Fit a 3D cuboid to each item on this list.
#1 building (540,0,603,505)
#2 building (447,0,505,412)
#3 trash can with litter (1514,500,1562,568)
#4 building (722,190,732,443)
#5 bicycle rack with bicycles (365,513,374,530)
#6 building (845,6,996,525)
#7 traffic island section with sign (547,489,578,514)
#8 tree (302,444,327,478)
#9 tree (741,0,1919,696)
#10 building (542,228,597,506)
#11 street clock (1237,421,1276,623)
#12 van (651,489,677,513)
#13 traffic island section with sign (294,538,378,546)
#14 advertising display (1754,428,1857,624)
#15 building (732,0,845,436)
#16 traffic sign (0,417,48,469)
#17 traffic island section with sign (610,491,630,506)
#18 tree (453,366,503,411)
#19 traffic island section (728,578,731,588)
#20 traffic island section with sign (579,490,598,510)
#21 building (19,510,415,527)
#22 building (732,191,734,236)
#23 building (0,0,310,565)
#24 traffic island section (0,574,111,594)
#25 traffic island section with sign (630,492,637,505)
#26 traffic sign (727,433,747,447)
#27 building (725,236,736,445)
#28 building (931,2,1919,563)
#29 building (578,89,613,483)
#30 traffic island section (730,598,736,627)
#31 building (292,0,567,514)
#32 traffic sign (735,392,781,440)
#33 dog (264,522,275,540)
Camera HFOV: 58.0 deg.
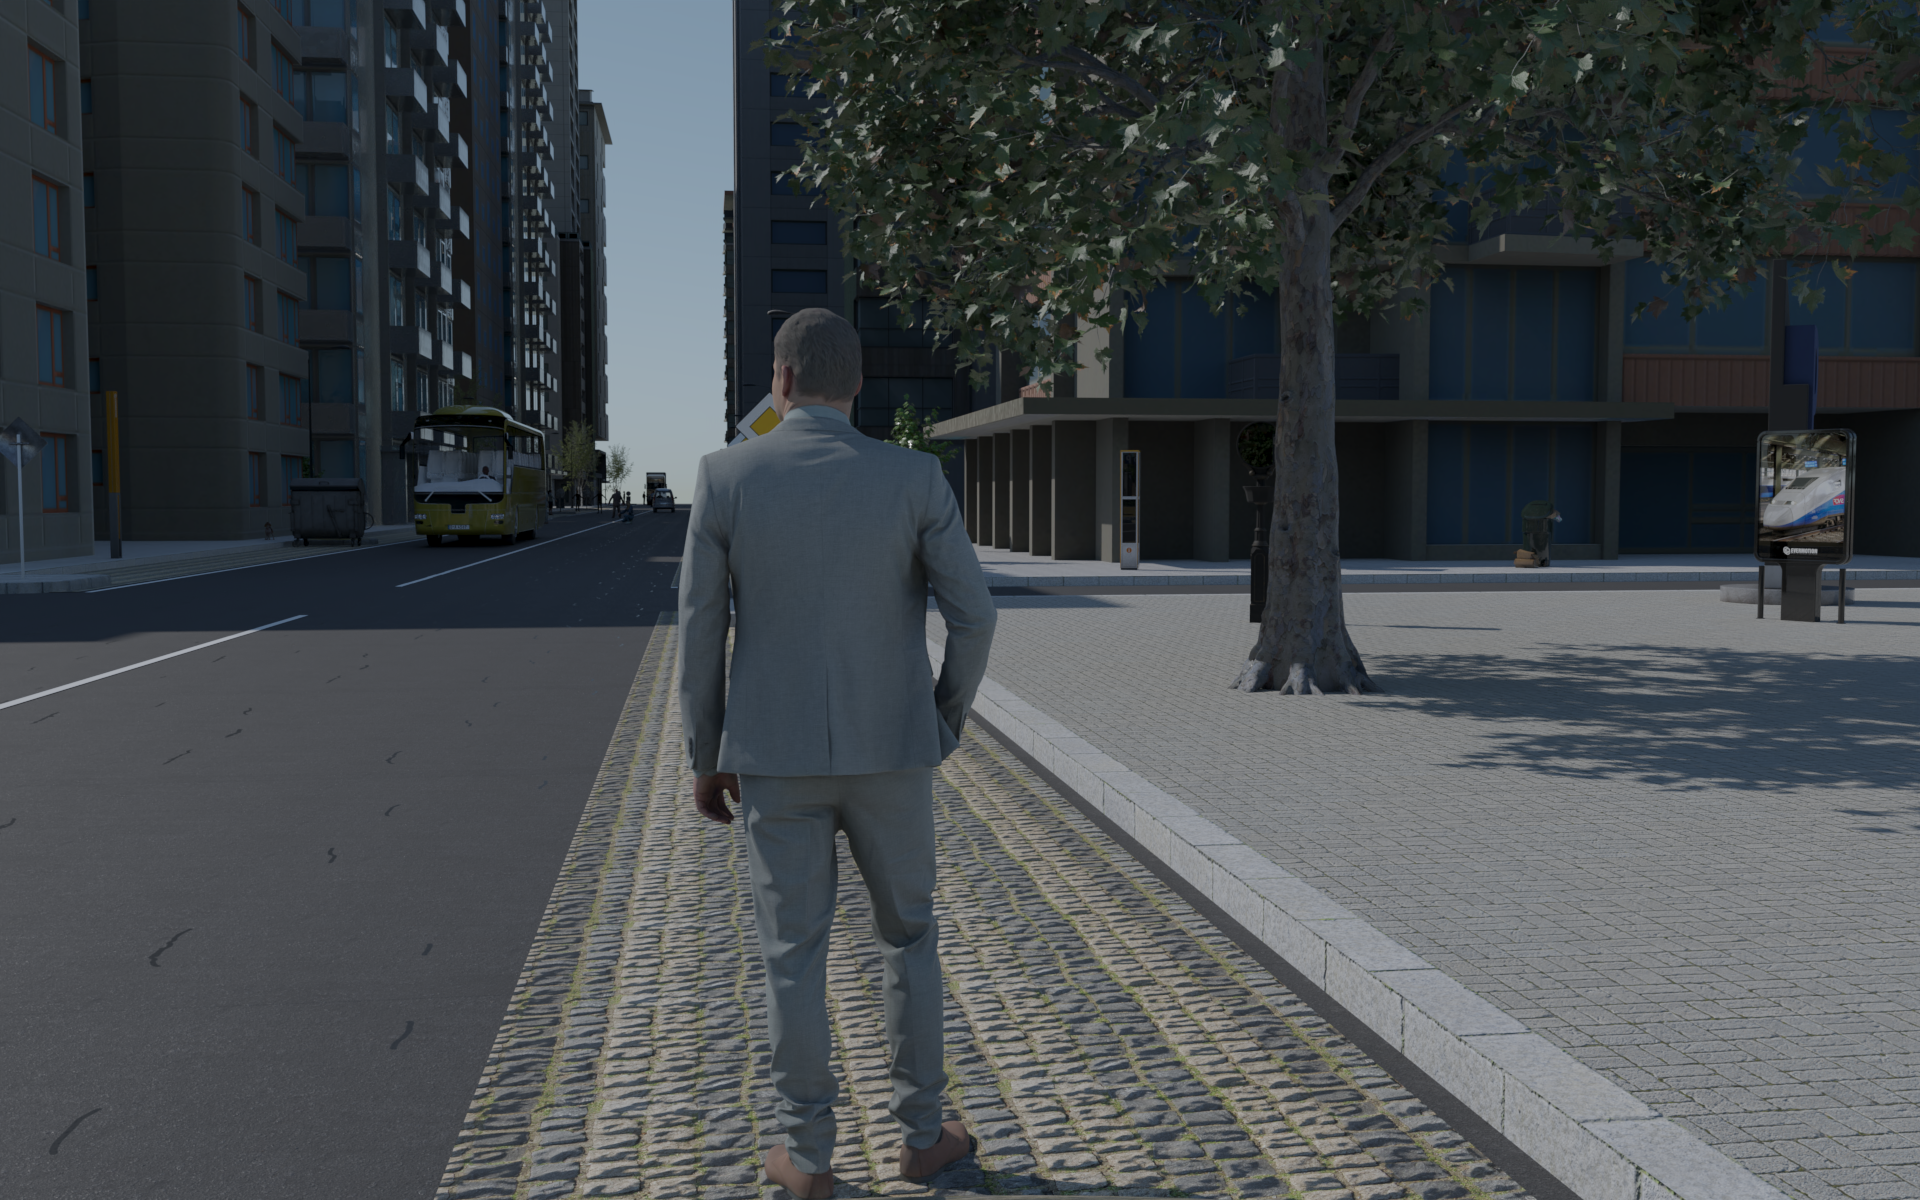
[{"bbox_3d":[-53.251,-46.838,204.049,20.563,71.187,20.611,-1,4,-8],"label":"building"},{"bbox_3d":[-35.898,-27.855,105.540,14.600,45.320,14.200,-1,4,-8],"label":"building"},{"bbox_3d":[10.081,-1.156,30.286,0.624,1.170,1.055,2,4,33],"label":"trash can with litter"},{"bbox_3d":[-22.439,-36.178,246.133,22.147,44.769,28.867,-1,4,-8],"label":"building"},{"bbox_3d":[-22.310,-2.909,60.941,2.925,0.926,2.852,-1,4,-11],"label":"bicycle rack with bicycles"},{"bbox_3d":[2.667,-17.769,62.220,14.160,30.474,14.107,-1,4,-8],"label":"building"},{"bbox_3d":[-28.534,-7.048,123.863,1.989,1.847,2.006,-1,4,-8],"label":"traffic island section with sign"},{"bbox_3d":[-21.794,-3.848,57.510,1.663,3.219,1.824,0,3,0],"label":"tree"},{"bbox_3d":[2.266,-5.765,11.270,9.611,12.733,9.660,0,3,0],"label":"tree"},{"bbox_3d":[-47.356,-25.501,188.642,14.160,30.474,14.107,-1,4,-8],"label":"building"},{"bbox_3d":[2.995,-0.776,17.266,0.471,2.002,0.358,1,4,12],"label":"street clock"},{"bbox_3d":[-23.213,-7.878,135.819,2.013,2.044,4.112,-1,4,-8],"label":"van"},{"bbox_3d":[-17.536,-2.459,48.832,1.989,1.847,2.006,-1,4,-8],"label":"traffic island section with sign"},{"bbox_3d":[8.481,-0.747,17.422,0.123,1.923,0.974,-2,4,-34],"label":"advertising display"},{"bbox_3d":[-10.804,-38.023,163.679,21.231,58.520,28.212,-1,4,-8],"label":"building"},{"bbox_3d":[-14.186,-1.465,26.140,0.795,2.593,0.064,-1,4,-8],"label":"traffic sign"},{"bbox_3d":[-40.570,-12.071,205.995,1.989,1.847,2.006,-1,4,-8],"label":"traffic island section with sign"},{"bbox_3d":[-27.523,-8.942,96.557,4.737,8.622,4.395,0,3,0],"label":"tree"},{"bbox_3d":[-3.282,-0.337,27.795,2.009,0.180,2.903,-1,4,-8],"label":"traffic island section"},{"bbox_3d":[-32.551,-8.723,151.245,1.989,1.847,2.006,-1,4,-8],"label":"traffic island section with sign"},{"bbox_3d":[-34.385,-27.941,76.449,23.786,49.044,30.456,-1,4,-8],"label":"building"},{"bbox_3d":[-16.780,-34.447,217.839,22.147,44.769,28.867,-1,4,-8],"label":"building"},{"bbox_3d":[-32.699,-11.895,39.528,27.650,21.520,28.899,-1,4,-8],"label":"building"},{"bbox_3d":[-14.208,-0.240,26.204,2.009,0.180,2.903,-1,4,-8],"label":"traffic island section"},{"bbox_3d":[-44.557,-13.732,233.147,1.989,1.847,2.006,-1,4,-8],"label":"traffic island section with sign"},{"bbox_3d":[-3.305,-1.561,27.709,0.795,2.593,0.064,-1,4,-8],"label":"traffic sign"},{"bbox_3d":[-19.403,-25.964,196.216,14.160,30.474,14.107,-1,4,-8],"label":"building"},{"bbox_3d":[13.856,-23.707,42.231,28.867,44.769,22.147,-1,4,-8],"label":"building"},{"bbox_3d":[-60.729,-39.082,228.235,28.713,52.752,27.495,-1,4,-8],"label":"building"},{"bbox_3d":[-2.124,0.146,19.894,2.009,0.180,2.903,-1,4,-8],"label":"traffic island section"},{"bbox_3d":[-46.554,-32.281,147.400,23.786,49.044,30.456,-1,4,-8],"label":"building"},{"bbox_3d":[-2.147,-1.078,19.808,0.795,2.593,0.064,-1,4,-8],"label":"traffic sign"},{"bbox_3d":[-19.343,-1.937,48.501,0.540,0.507,0.406,3,4,39],"label":"dog"}]
